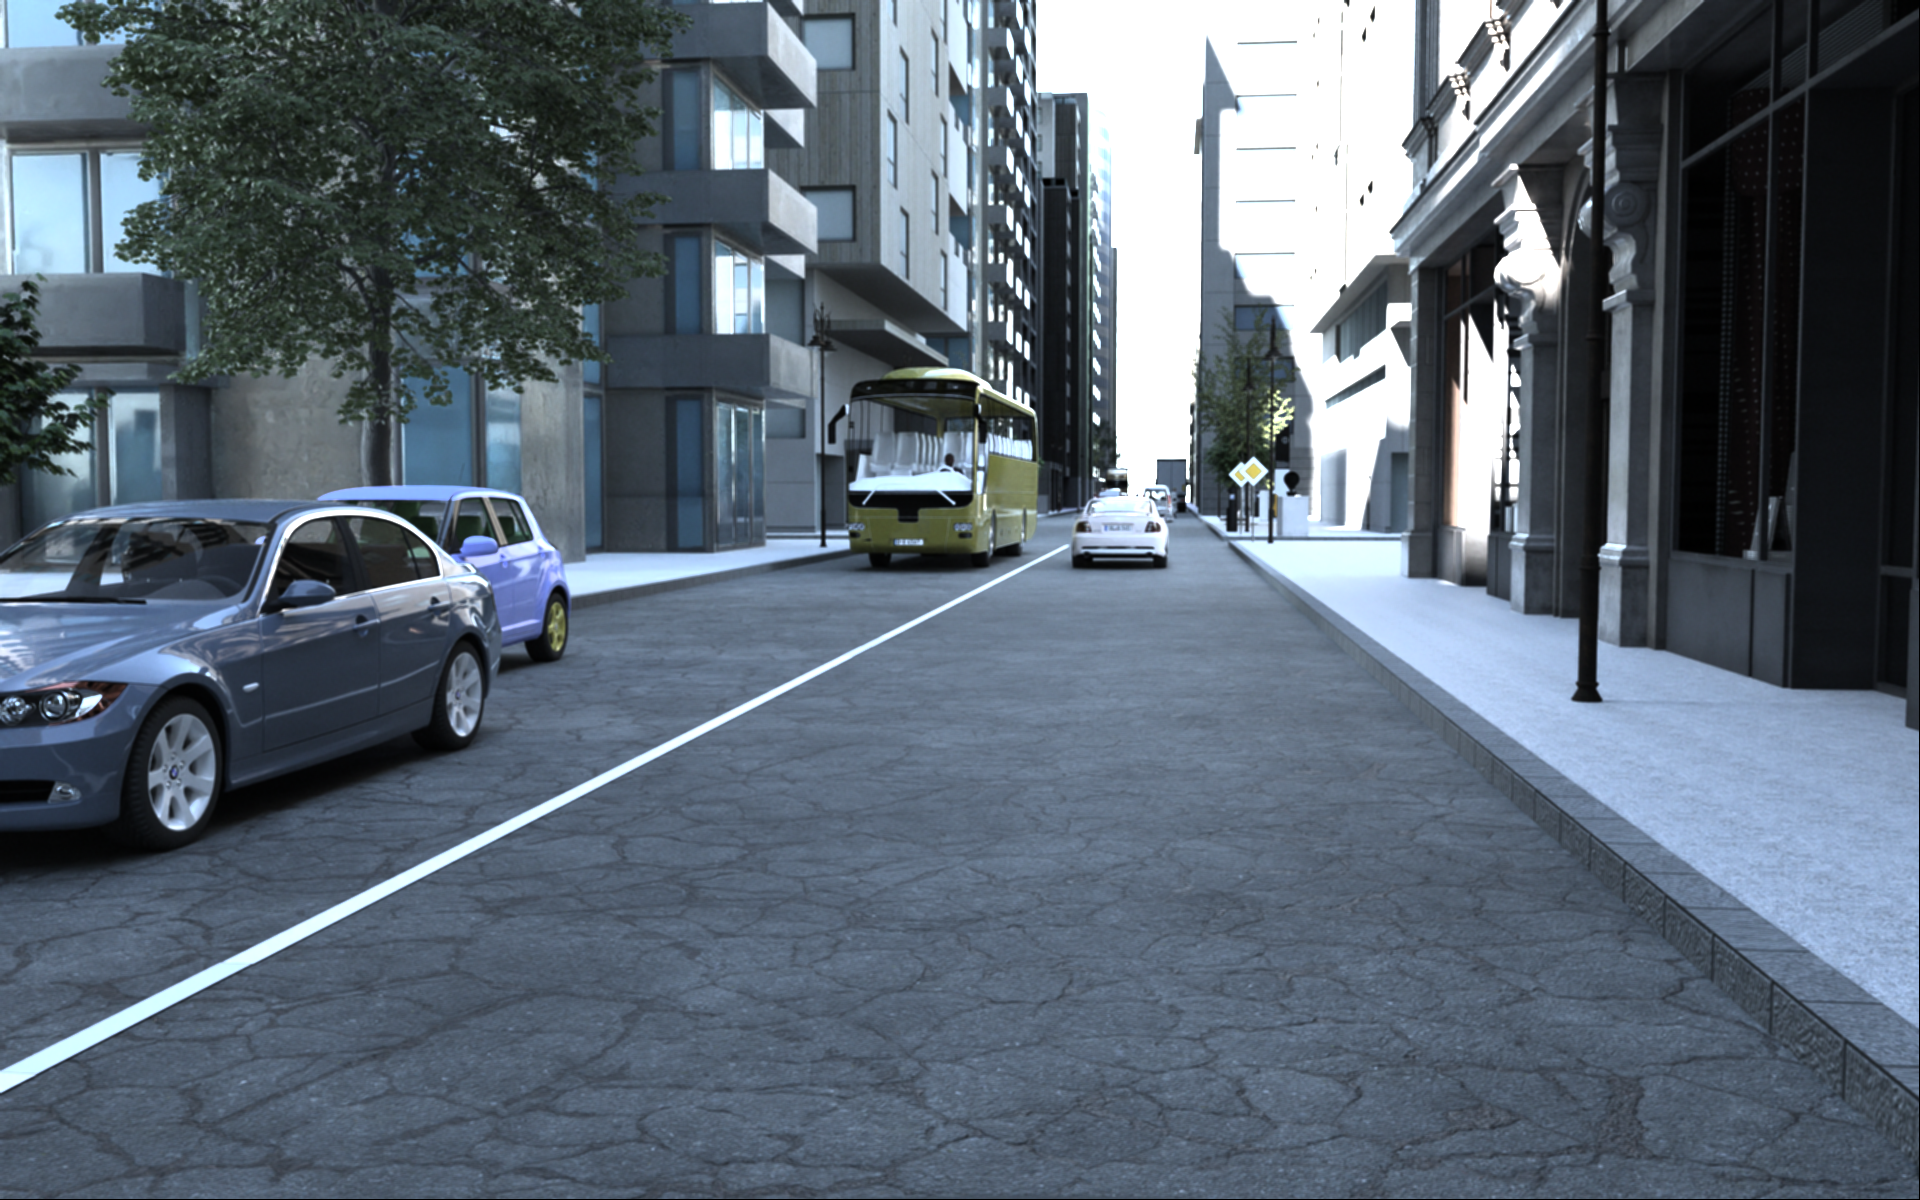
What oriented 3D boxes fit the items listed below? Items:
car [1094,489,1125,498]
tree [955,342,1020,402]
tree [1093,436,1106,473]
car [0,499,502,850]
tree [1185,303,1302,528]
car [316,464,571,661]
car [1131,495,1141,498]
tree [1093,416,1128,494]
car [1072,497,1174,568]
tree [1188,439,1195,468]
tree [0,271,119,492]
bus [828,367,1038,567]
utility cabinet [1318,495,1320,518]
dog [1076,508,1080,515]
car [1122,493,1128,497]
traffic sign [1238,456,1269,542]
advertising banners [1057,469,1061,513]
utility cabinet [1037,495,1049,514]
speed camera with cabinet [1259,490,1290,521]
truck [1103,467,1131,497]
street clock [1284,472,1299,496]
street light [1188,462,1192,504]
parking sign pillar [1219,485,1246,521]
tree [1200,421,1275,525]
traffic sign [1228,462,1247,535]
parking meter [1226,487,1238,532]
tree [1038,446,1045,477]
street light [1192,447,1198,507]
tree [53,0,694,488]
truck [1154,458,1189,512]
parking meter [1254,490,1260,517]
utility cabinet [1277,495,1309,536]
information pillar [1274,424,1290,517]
[{"bbox_3d":[10.966,-7.224,126.777,2.281,1.827,5.304,0,4,7],"label":"car"},{"bbox_3d":[0.909,-8.231,84.935,4.360,8.622,3.978,0,3,0],"label":"tree"},{"bbox_3d":[14.308,-15.015,195.863,4.737,8.622,4.395,0,3,0],"label":"tree"},{"bbox_3d":[-3.795,0.209,8.578,2.014,1.417,4.499,0,4,8],"label":"car"},{"bbox_3d":[10.792,-7.076,66.062,4.737,8.622,4.395,0,3,0],"label":"tree"},{"bbox_3d":[-4.424,-0.249,13.669,1.945,1.707,3.694,0,4,7],"label":"car"},{"bbox_3d":[28.614,-16.546,283.114,1.945,1.354,3.894,1,4,9],"label":"car"},{"bbox_3d":[16.768,-16.675,207.053,7.601,10.594,8.767,-2,4,-29],"label":"tree"},{"bbox_3d":[3.279,-1.390,35.083,2.083,1.381,4.827,0,4,7],"label":"car"},{"bbox_3d":[29.632,-16.012,212.154,4.360,8.622,3.978,0,3,0],"label":"tree"},{"bbox_3d":[-7.184,-1.120,12.917,1.663,3.219,1.824,0,3,0],"label":"tree"},{"bbox_3d":[-0.137,-2.795,37.242,2.896,3.916,12.252,0,4,8],"label":"bus"},{"bbox_3d":[19.731,-4.997,92.869,1.020,1.237,0.306,0,4,3],"label":"utility cabinet"},{"bbox_3d":[8.053,-6.049,118.185,0.406,0.507,0.540,-2,4,-28],"label":"dog"},{"bbox_3d":[13.270,-8.287,144.525,2.155,1.783,4.494,1,4,8],"label":"car"},{"bbox_3d":[7.794,-2.593,46.041,0.795,2.450,0.064,0,4,7],"label":"traffic sign"},{"bbox_3d":[6.927,-7.630,120.940,0.090,3.025,2.074,1,4,9],"label":"advertising banners"},{"bbox_3d":[5.113,-6.043,109.965,1.020,1.237,0.306,2,4,25],"label":"utility cabinet"},{"bbox_3d":[15.182,-5.424,83.024,2.038,3.252,0.660,-3,5,-44],"label":"speed camera with cabinet"},{"bbox_3d":[16.680,-11.925,183.889,2.839,4.237,11.283,0,4,5],"label":"truck"},{"bbox_3d":[10.744,-3.156,56.165,0.471,2.002,0.358,0,4,0],"label":"street clock"},{"bbox_3d":[27.484,-14.144,204.036,0.468,5.910,1.993,0,4,7],"label":"street light"},{"bbox_3d":[12.978,-5.699,81.644,1.447,3.967,1.447,1,4,18],"label":"parking sign pillar"},{"bbox_3d":[11.874,-5.493,73.522,4.285,4.588,4.351,0,3,0],"label":"tree"},{"bbox_3d":[8.756,-3.078,53.968,0.795,2.450,0.064,0,4,7],"label":"traffic sign"},{"bbox_3d":[9.266,-3.093,58.979,0.372,1.533,0.369,0,3,0],"label":"parking meter"},{"bbox_3d":[2.989,-6.746,94.012,4.285,4.588,4.351,0,3,0],"label":"tree"},{"bbox_3d":[23.258,-12.047,169.755,0.468,5.910,1.993,0,4,7],"label":"street light"},{"bbox_3d":[-6.795,-6.265,20.561,7.486,12.596,7.792,0,3,0],"label":"tree"},{"bbox_3d":[17.116,-9.253,140.198,2.839,4.237,11.283,0,4,7],"label":"truck"},{"bbox_3d":[16.416,-5.345,95.795,0.372,1.533,0.369,0,3,0],"label":"parking meter"},{"bbox_3d":[10.215,-2.570,53.186,1.020,1.237,0.306,-2,4,-26],"label":"utility cabinet"},{"bbox_3d":[10.709,-4.046,57.506,0.504,3.616,0.183,1,4,9],"label":"information pillar"}]
